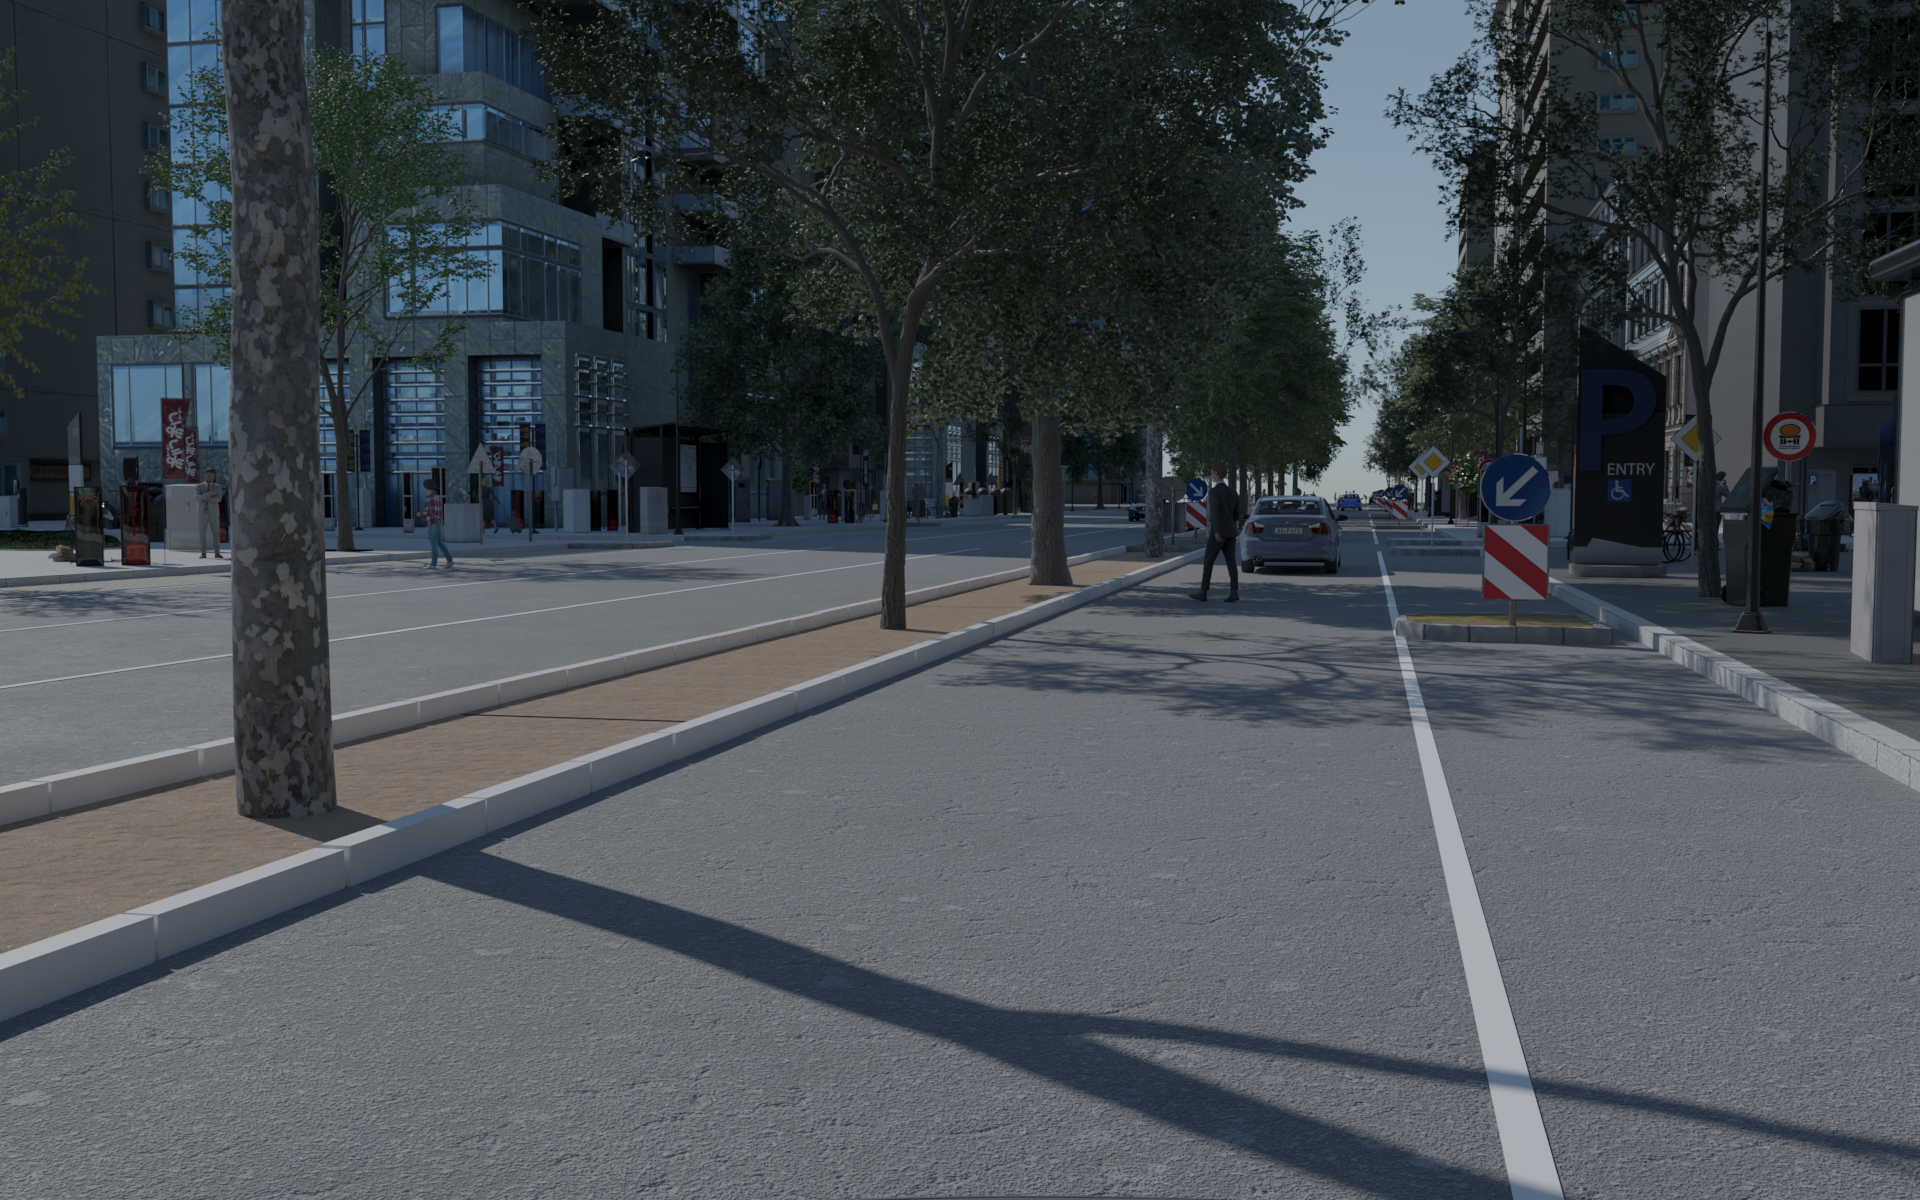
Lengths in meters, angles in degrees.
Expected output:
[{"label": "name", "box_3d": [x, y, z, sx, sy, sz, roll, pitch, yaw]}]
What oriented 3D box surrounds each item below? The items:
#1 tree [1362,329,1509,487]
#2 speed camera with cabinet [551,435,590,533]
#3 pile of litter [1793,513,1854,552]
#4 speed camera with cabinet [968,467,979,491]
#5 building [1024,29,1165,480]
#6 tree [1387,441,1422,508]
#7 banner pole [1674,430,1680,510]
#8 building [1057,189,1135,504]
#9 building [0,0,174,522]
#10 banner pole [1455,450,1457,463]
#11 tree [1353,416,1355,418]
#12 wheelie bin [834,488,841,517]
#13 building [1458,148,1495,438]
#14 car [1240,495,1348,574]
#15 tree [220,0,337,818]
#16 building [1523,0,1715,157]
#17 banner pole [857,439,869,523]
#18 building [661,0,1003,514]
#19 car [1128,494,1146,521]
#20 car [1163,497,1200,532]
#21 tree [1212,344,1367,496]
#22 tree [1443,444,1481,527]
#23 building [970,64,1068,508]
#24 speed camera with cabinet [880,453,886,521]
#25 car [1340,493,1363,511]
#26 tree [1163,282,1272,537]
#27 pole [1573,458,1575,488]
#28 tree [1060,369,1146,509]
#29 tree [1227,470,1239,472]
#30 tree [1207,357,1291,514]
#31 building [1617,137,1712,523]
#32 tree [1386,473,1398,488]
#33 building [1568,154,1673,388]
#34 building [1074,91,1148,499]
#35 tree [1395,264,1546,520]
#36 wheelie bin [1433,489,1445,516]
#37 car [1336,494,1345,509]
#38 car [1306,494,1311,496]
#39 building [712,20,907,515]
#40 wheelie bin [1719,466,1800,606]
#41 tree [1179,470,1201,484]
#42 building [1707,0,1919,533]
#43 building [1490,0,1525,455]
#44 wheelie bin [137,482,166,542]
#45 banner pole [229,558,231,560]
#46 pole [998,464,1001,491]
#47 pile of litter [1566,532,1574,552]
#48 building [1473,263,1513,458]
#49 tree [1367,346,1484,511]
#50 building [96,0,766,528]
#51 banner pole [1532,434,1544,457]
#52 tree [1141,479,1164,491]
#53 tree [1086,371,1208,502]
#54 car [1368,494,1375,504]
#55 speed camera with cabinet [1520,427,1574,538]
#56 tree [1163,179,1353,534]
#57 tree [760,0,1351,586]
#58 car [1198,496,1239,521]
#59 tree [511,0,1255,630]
[{"label": "tree", "box_3d": [29.544, -10.966, 105.052, 9.928, 11.665, 9.643, 0, 3, 0]}, {"label": "speed camera with cabinet", "box_3d": [-12.999, -3.880, 57.779, 0.660, 3.252, 2.038, -2, 4, -34]}, {"label": "pile of litter", "box_3d": [19.092, -1.524, 38.882, 1.176, 0.858, 1.719, -3, 4, -37]}, {"label": "speed camera with cabinet", "box_3d": [1.572, -8.182, 128.109, 2.038, 3.252, 0.660, -2, 4, -35]}, {"label": "building", "box_3d": [22.057, -51.052, 272.947, 20.563, 71.187, 20.611, 1, 4, 13]}, {"label": "tree", "box_3d": [41.885, -12.926, 161.699, 4.360, 8.622, 3.978, 0, 3, 0]}, {"label": "banner pole", "box_3d": [28.223, -4.780, 68.177, 0.401, 3.779, 0.863, 3, 4, 36]}, {"label": "building", "box_3d": [15.335, -35.378, 228.548, 14.600, 45.320, 14.200, 1, 4, 13]}, {"label": "building", "box_3d": [-53.007, -28.220, 85.092, 21.600, 48.544, 21.300, 1, 4, 13]}, {"label": "banner pole", "box_3d": [28.145, -6.606, 98.026, 0.863, 3.779, 0.401, -3, 5, -45]}, {"label": "tree", "box_3d": [16.088, -10.297, 88.932, 7.486, 12.596, 7.792, 0, 3, 0]}, {"label": "wheelie bin", "box_3d": [-6.961, -5.514, 98.062, 0.693, 1.594, 0.980, -2, 4, -28]}, {"label": "building", "box_3d": [78.083, -37.188, 231.726, 21.300, 48.544, 21.600, 1, 4, 13]}, {"label": "car", "box_3d": [6.279, -1.263, 32.653, 2.014, 1.417, 4.499, 1, 4, 14]}, {"label": "tree", "box_3d": [-2.045, -9.036, 6.085, 12.611, 20.169, 13.585, 0, 3, 0]}, {"label": "building", "box_3d": [54.156, -30.964, 129.966, 21.300, 48.544, 21.600, 1, 4, 13]}, {"label": "banner pole", "box_3d": [-4.309, -5.358, 77.622, 0.401, 3.779, 0.863, 2, 4, 32]}, {"label": "building", "box_3d": [-8.466, -50.944, 145.603, 22.319, 86.520, 31.000, 1, 4, 13]}, {"label": "car", "box_3d": [9.957, -5.013, 91.741, 2.009, 1.686, 4.222, 1, 4, 13]}, {"label": "car", "box_3d": [8.203, -3.275, 66.135, 1.945, 1.354, 3.894, 1, 4, 12]}, {"label": "tree", "box_3d": [19.570, -11.369, 105.350, 9.611, 12.733, 9.660, 0, 3, 0]}, {"label": "tree", "box_3d": [19.856, -4.452, 67.391, 1.663, 3.219, 1.824, 0, 3, 0]}, {"label": "building", "box_3d": [-1.066, -31.878, 175.835, 22.147, 44.769, 28.867, 1, 4, 13]}, {"label": "speed camera with cabinet", "box_3d": [-3.476, -5.458, 83.574, 0.660, 3.252, 2.038, 0, 4, 4]}, {"label": "car", "box_3d": [33.199, -8.393, 146.822, 1.945, 1.707, 3.694, 1, 4, 15]}, {"label": "tree", "box_3d": [7.944, -6.262, 55.205, 4.737, 8.622, 4.395, 0, 3, 0]}, {"label": "pole", "box_3d": [25.284, -4.734, 71.240, 0.158, 3.312, 0.155, 0, 3, 0]}, {"label": "tree", "box_3d": [11.640, -13.924, 144.665, 9.611, 12.733, 9.660, 0, 3, 0]}, {"label": "tree", "box_3d": [35.887, -20.698, 248.778, 12.009, 13.543, 11.850, 0, 3, 0]}, {"label": "tree", "box_3d": [12.498, -7.440, 74.458, 4.360, 8.622, 3.978, 0, 3, 0]}, {"label": "building", "box_3d": [38.992, -13.485, 85.114, 10.561, 19.102, 19.286, 1, 4, 13]}, {"label": "tree", "box_3d": [59.678, -17.467, 235.939, 4.737, 8.622, 4.395, 0, 3, 0]}, {"label": "building", "box_3d": [45.641, -16.201, 106.681, 13.314, 21.916, 24.055, 1, 4, 13]}, {"label": "building", "box_3d": [16.383, -43.281, 249.635, 21.231, 58.520, 28.212, 1, 4, 13]}, {"label": "tree", "box_3d": [25.160, -10.236, 85.481, 7.486, 12.596, 7.792, 0, 3, 0]}, {"label": "wheelie bin", "box_3d": [28.148, -5.724, 101.488, 0.693, 1.594, 0.980, 3, 5, 40]}, {"label": "car", "box_3d": [36.494, -9.276, 163.672, 2.014, 1.417, 4.499, 1, 4, 14]}, {"label": "car", "box_3d": [51.722, -15.080, 255.592, 2.155, 1.783, 4.494, 1, 4, 12]}, {"label": "building", "box_3d": [-11.986, -20.714, 110.377, 14.160, 30.474, 14.107, 1, 4, 13]}, {"label": "wheelie bin", "box_3d": [9.222, -0.739, 19.996, 0.693, 1.594, 0.980, 0, 4, -5]}, {"label": "tree", "box_3d": [28.502, -14.268, 216.991, 4.285, 4.588, 4.351, 0, 3, 0]}, {"label": "building", "box_3d": [39.607, -16.219, 58.688, 24.014, 27.812, 14.314, 1, 4, 13]}, {"label": "building", "box_3d": [66.402, -35.326, 166.825, 28.713, 52.752, 27.495, 1, 4, 13]}, {"label": "wheelie bin", "box_3d": [-21.541, -2.341, 46.177, 0.980, 1.594, 0.693, -3, 5, -39]}, {"label": "banner pole", "box_3d": [-13.910, -2.681, 33.850, 0.863, 3.779, 0.401, 0, 4, 7]}, {"label": "pole", "box_3d": [2.647, -7.520, 116.789, 0.158, 3.312, 0.155, 0, 3, 0]}, {"label": "pile of litter", "box_3d": [14.339, -1.520, 38.825, 1.719, 0.858, 1.176, -1, 4, -16]}, {"label": "building", "box_3d": [71.124, -27.150, 215.599, 14.160, 30.474, 14.107, 1, 4, 13]}, {"label": "tree", "box_3d": [34.974, -13.005, 129.634, 9.611, 12.733, 9.660, 0, 3, 0]}, {"label": "building", "box_3d": [-22.003, -46.912, 79.682, 22.319, 86.520, 31.000, 1, 4, 13]}, {"label": "banner pole", "box_3d": [24.262, -5.068, 72.879, 0.863, 3.779, 0.401, -2, 4, -31]}, {"label": "tree", "box_3d": [20.156, -11.537, 183.228, 1.663, 3.219, 1.824, 0, 3, 0]}, {"label": "tree", "box_3d": [16.601, -15.721, 167.405, 12.009, 13.543, 11.850, 0, 3, 0]}, {"label": "car", "box_3d": [59.792, -14.662, 249.505, 2.009, 1.686, 4.222, 1, 4, 15]}, {"label": "speed camera with cabinet", "box_3d": [17.326, -3.486, 51.340, 2.038, 3.252, 0.660, 1, 4, 12]}, {"label": "tree", "box_3d": [9.722, -8.590, 61.037, 7.486, 12.596, 7.792, 0, 3, 0]}, {"label": "tree", "box_3d": [1.404, -7.193, 26.714, 9.857, 13.997, 8.962, 0, 3, 0]}, {"label": "car", "box_3d": [13.226, -4.840, 88.181, 2.155, 1.783, 4.494, 1, 4, 14]}, {"label": "tree", "box_3d": [-0.807, -4.940, 17.643, 8.767, 10.594, 7.601, 1, 4, 13]}]
